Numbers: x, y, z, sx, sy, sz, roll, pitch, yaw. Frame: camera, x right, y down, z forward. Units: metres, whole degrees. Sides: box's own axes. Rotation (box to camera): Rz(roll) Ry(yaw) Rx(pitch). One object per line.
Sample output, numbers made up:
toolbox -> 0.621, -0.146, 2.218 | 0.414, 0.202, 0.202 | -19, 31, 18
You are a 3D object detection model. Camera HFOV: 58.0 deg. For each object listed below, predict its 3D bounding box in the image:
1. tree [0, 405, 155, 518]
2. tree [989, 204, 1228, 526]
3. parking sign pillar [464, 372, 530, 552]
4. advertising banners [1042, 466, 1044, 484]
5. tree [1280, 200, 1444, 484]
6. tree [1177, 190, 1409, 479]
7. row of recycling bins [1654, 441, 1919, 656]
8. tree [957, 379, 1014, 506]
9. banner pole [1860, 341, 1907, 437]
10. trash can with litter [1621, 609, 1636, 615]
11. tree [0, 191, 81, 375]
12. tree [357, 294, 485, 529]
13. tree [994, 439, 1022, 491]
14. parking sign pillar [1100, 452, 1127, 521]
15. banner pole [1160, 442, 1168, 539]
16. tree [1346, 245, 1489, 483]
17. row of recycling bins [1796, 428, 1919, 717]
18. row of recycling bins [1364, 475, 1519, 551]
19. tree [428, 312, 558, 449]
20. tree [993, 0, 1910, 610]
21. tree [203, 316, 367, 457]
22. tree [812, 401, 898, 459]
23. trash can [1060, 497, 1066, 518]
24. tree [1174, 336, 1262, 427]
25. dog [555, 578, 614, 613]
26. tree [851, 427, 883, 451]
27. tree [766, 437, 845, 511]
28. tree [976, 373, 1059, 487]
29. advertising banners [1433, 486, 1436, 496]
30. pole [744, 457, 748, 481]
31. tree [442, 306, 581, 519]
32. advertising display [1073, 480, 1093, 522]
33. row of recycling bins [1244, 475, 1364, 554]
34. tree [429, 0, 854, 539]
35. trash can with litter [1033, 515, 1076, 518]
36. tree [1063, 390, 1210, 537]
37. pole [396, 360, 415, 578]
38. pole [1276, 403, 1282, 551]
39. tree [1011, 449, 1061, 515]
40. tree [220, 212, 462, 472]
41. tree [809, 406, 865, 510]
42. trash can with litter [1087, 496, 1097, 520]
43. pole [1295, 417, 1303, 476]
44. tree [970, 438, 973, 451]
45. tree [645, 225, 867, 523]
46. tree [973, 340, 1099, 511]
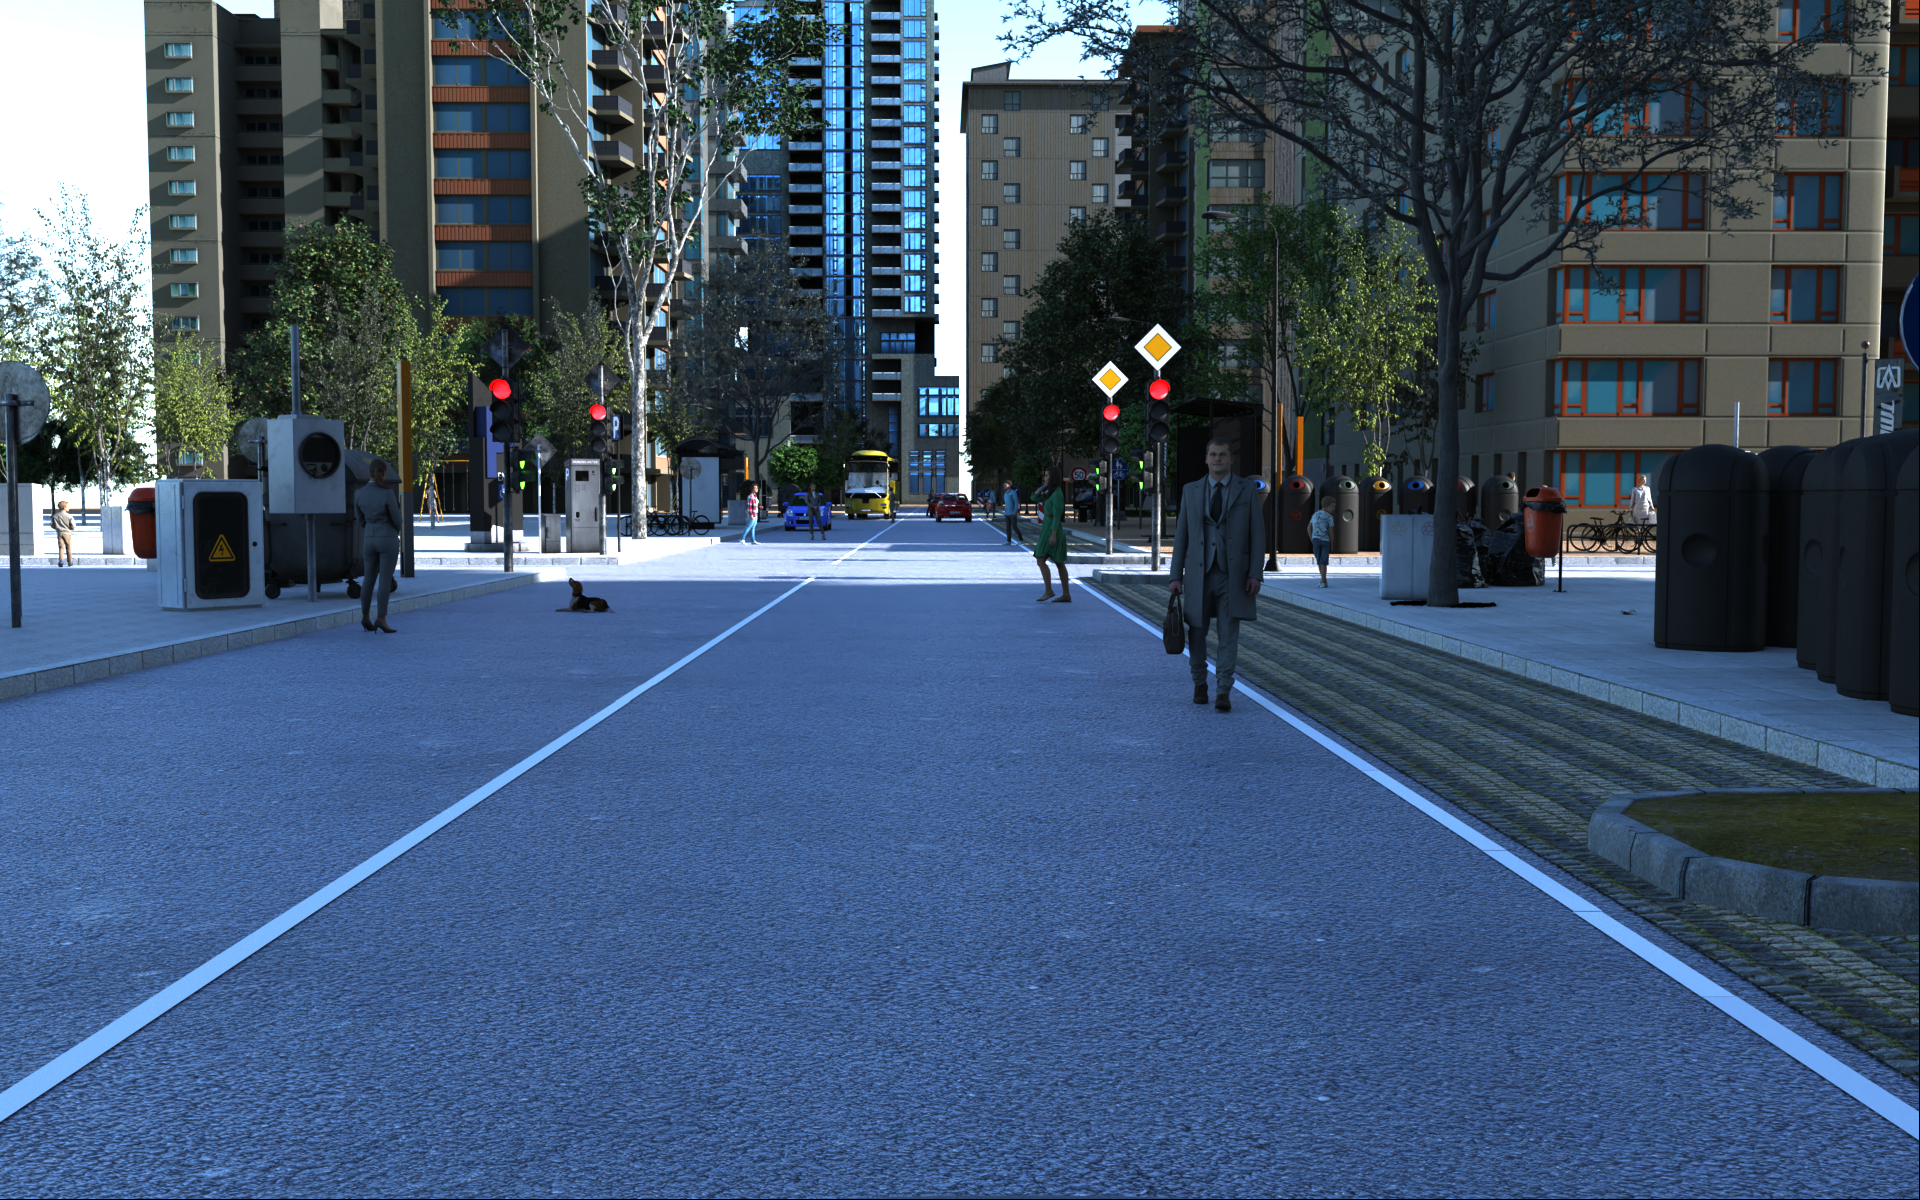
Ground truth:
tree -> -53.537, -8.422, 100.598 | 20.602, 7.101, 11.467 | 2, 4, 34
tree -> 5.760, -9.271, 68.595 | 9.611, 12.733, 9.660 | 0, 3, 0
parking sign pillar -> -10.416, -3.083, 38.880 | 1.447, 3.967, 1.447 | 2, 4, 26
advertising banners -> 4.489, -5.784, 90.756 | 0.090, 3.025, 2.074 | 1, 4, 14
tree -> 10.159, -5.656, 42.831 | 4.737, 8.622, 4.395 | 0, 3, 0
tree -> 11.189, -8.109, 58.335 | 9.928, 11.665, 9.643 | 0, 3, 0
row of recycling bins -> 7.454, -0.485, 15.043 | 3.534, 1.692, 1.069 | -2, 4, -30
tree -> 4.219, -17.112, 186.436 | 9.857, 13.997, 8.962 | 0, 3, 0
banner pole -> 14.934, -2.337, 28.226 | 0.401, 3.779, 0.863 | -3, 4, -37
trash can with litter -> 8.063, -0.420, 17.930 | 2.233, 1.210, 1.678 | 3, 5, 41
tree -> -30.484, -8.499, 49.334 | 12.009, 13.543, 11.850 | 0, 3, 0
tree -> -19.475, -6.883, 62.903 | 4.737, 8.622, 4.395 | 0, 3, 0
tree -> 4.384, -12.530, 155.220 | 4.360, 8.622, 3.978 | 0, 3, 0
parking sign pillar -> 7.403, -5.842, 83.981 | 1.447, 3.967, 1.447 | -3, 4, -37
banner pole -> 5.809, -3.630, 49.363 | 0.401, 3.779, 0.863 | 0, 4, -8
tree -> 13.905, -6.212, 51.922 | 4.360, 8.622, 3.978 | 0, 3, 0
row of recycling bins -> 6.205, -0.256, 11.307 | 1.069, 1.692, 3.534 | 1, 4, 15
row of recycling bins -> 10.620, -1.930, 38.673 | 3.534, 1.692, 1.069 | 1, 4, 21
tree -> -26.866, -10.636, 99.651 | 9.928, 11.665, 9.643 | 0, 3, 0
tree -> 5.558, -6.661, 19.284 | 12.009, 13.543, 11.850 | 0, 3, 0
tree -> -34.116, -9.457, 89.029 | 7.601, 10.594, 8.767 | 1, 4, 15
tree -> -10.415, -14.566, 172.565 | 8.767, 10.594, 7.601 | -1, 4, -9
trash can -> 5.099, -4.729, 88.971 | 0.748, 1.137, 0.748 | 0, 3, 0
tree -> 11.145, -7.808, 78.030 | 4.737, 8.622, 4.395 | 0, 3, 0
dog -> -4.554, -0.052, 21.046 | 0.550, 0.427, 0.748 | -2, 4, -34
tree -> -9.924, -14.439, 186.431 | 4.360, 8.622, 3.978 | 0, 3, 0
tree -> -9.628, -7.073, 99.358 | 4.285, 4.588, 4.351 | 0, 3, 0
tree -> 4.949, -13.430, 145.343 | 9.928, 11.665, 9.643 | 0, 3, 0
advertising banners -> 7.687, -1.914, 27.482 | 0.090, 3.025, 2.074 | 1, 4, 23
pole -> -11.892, -6.276, 96.453 | 0.158, 3.312, 0.155 | 0, 3, 0
tree -> -22.442, -9.326, 86.894 | 7.601, 10.594, 8.767 | -3, 5, -41
advertising display -> 5.582, -4.479, 78.452 | 0.974, 1.923, 0.123 | -1, 4, -22
row of recycling bins -> 6.804, -1.857, 37.471 | 3.534, 1.692, 1.069 | 0, 4, 4
tree -> -7.667, -11.806, 48.919 | 12.611, 20.169, 13.585 | 0, 3, 0
trash can with litter -> 5.197, -5.093, 94.335 | 2.233, 1.210, 1.678 | 1, 4, 19
tree -> 6.199, -4.183, 52.110 | 4.285, 4.588, 4.351 | 0, 3, 0
pole -> -8.510, -2.002, 26.576 | 0.158, 3.312, 0.155 | 0, 3, 0
pole -> 7.167, -2.765, 39.044 | 0.158, 3.312, 0.155 | 0, 3, 0
tree -> 4.644, -7.419, 105.011 | 4.285, 4.588, 4.351 | 0, 3, 0
tree -> -25.301, -9.398, 70.673 | 9.611, 12.733, 9.660 | 0, 3, 0
tree -> -10.117, -11.824, 143.691 | 4.737, 8.622, 4.395 | 0, 3, 0
trash can with litter -> 6.675, -4.641, 87.270 | 0.624, 1.170, 1.055 | 2, 4, 31
pole -> 8.938, -3.170, 45.679 | 0.158, 3.312, 0.155 | 0, 3, 0
tree -> 4.235, -12.082, 131.948 | 7.601, 10.594, 8.767 | -1, 4, -15
tree -> -9.123, -10.272, 78.312 | 12.009, 13.543, 11.850 | 0, 3, 0
tree -> 5.486, -9.993, 97.806 | 8.767, 10.594, 7.601 | 0, 4, -3
